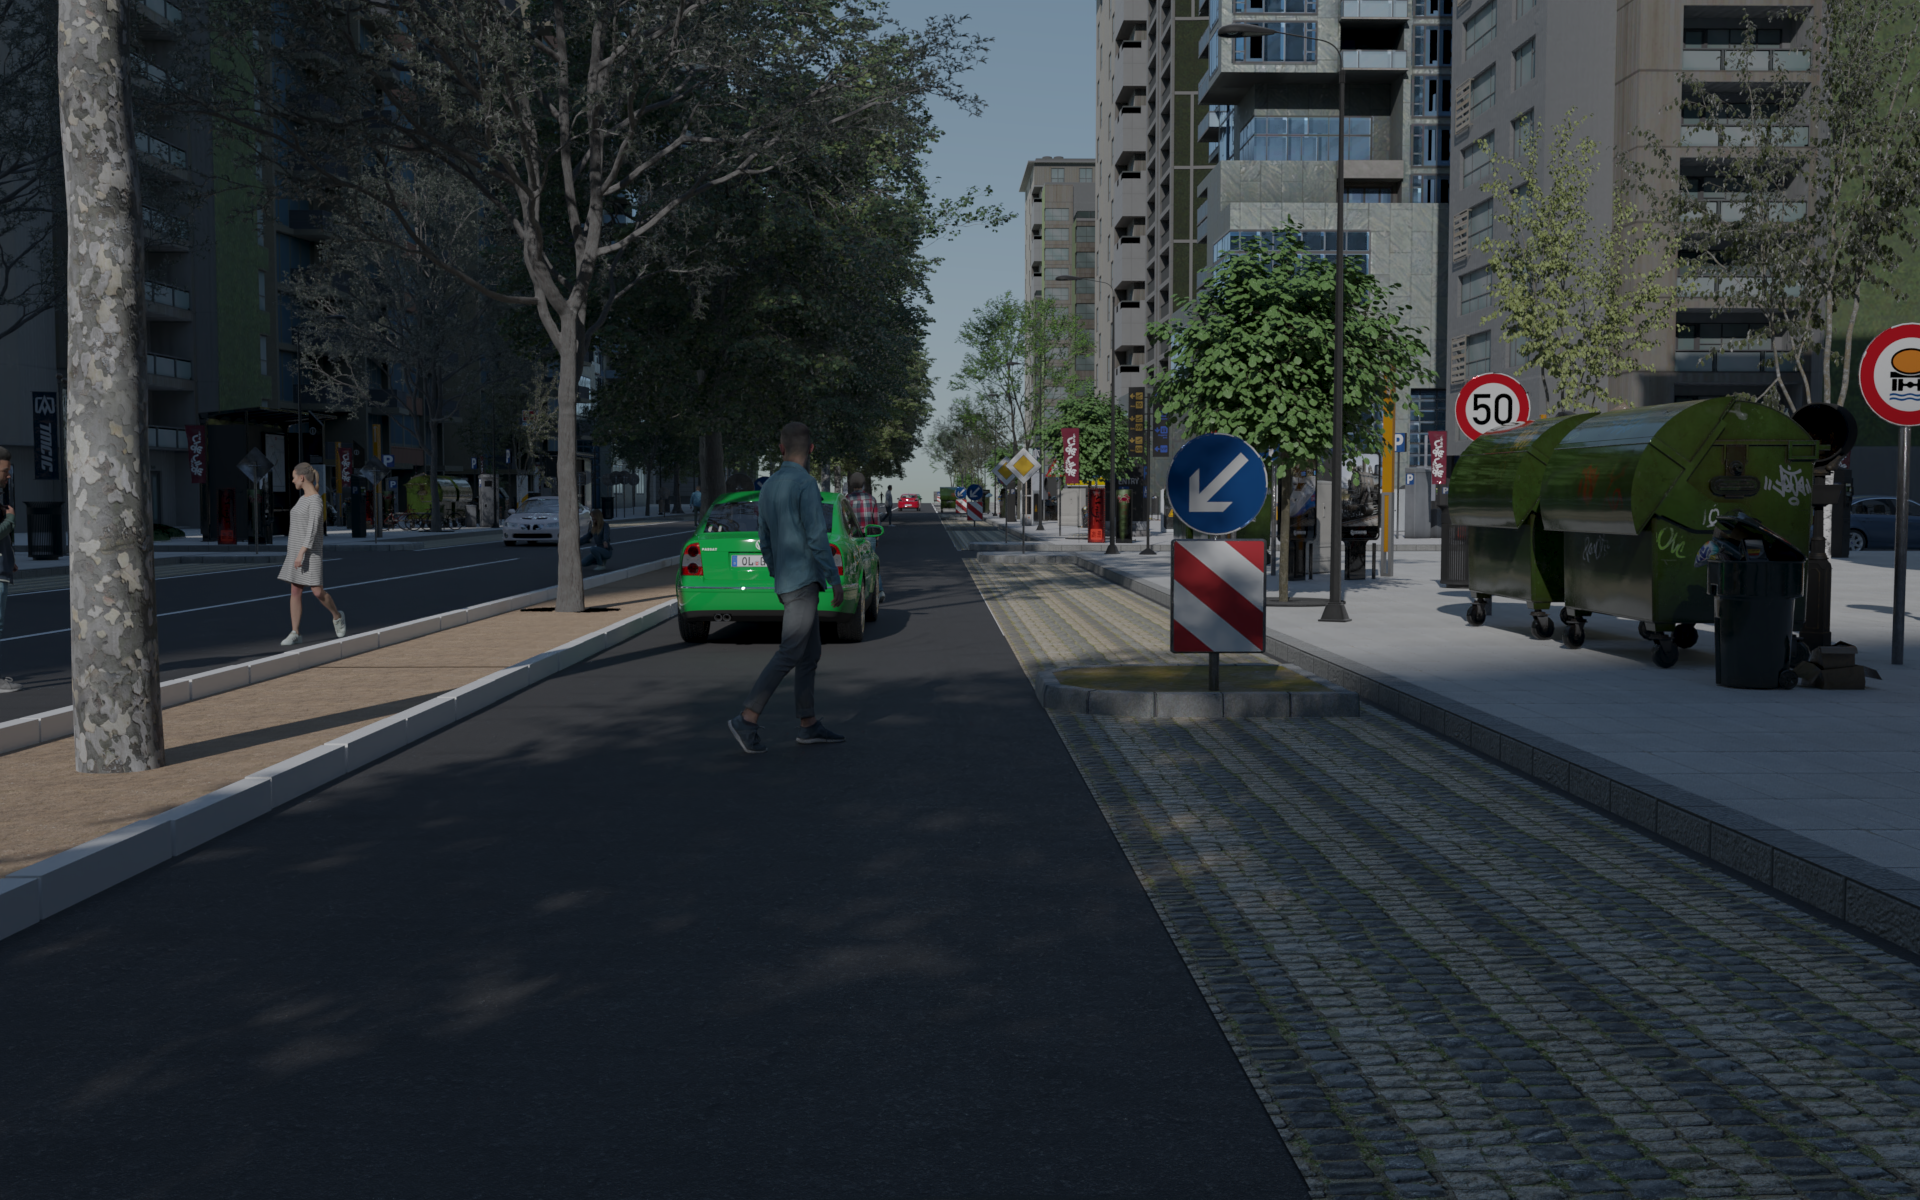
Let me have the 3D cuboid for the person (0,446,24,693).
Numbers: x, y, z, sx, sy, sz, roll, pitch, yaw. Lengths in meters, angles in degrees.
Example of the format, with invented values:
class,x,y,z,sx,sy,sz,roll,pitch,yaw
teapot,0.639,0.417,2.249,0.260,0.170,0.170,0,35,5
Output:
class,x,y,z,sx,sy,sz,roll,pitch,yaw
person,-7.001,-0.219,12.420,0.623,1.781,0.721,2,4,33

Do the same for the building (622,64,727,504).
class,x,y,z,sx,sy,sz,roll,pitch,yaw
building,-42.866,-41.924,227.448,21.231,58.520,28.212,0,4,-1

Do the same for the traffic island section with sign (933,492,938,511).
class,x,y,z,sx,sy,sz,roll,pitch,yaw
traffic island section with sign,-1.025,-8.284,144.069,1.989,1.847,2.006,0,4,-1

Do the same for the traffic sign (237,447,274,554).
class,x,y,z,sx,sy,sz,roll,pitch,yaw
traffic sign,-14.980,-2.031,36.852,0.795,2.450,0.064,0,4,-1

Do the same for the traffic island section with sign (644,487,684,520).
class,x,y,z,sx,sy,sz,roll,pitch,yaw
traffic island section with sign,-16.133,-5.251,94.474,1.989,1.847,2.006,0,4,-1

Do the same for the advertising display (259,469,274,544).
class,x,y,z,sx,sy,sz,roll,pitch,yaw
advertising display,-17.795,-2.399,44.430,0.123,1.923,0.974,-2,4,-35

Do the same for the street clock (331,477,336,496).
class,x,y,z,sx,sy,sz,roll,pitch,yaw
street clock,-26.668,-4.243,73.937,0.358,2.002,0.471,-1,4,-9

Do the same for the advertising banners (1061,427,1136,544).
class,x,y,z,sx,sy,sz,roll,pitch,yaw
advertising banners,3.600,-3.000,45.235,2.074,3.025,0.090,2,4,24

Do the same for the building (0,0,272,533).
class,x,y,z,sx,sy,sz,roll,pitch,yaw
building,-34.251,-23.081,60.975,14.154,41.232,14.086,0,4,-1

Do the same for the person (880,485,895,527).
class,x,y,z,sx,sy,sz,roll,pitch,yaw
person,-3.226,-4.159,76.344,0.795,1.843,0.661,0,4,3

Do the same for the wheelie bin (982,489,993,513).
class,x,y,z,sx,sy,sz,roll,pitch,yaw
wheelie bin,1.736,-6.672,116.993,0.980,1.594,0.693,0,4,6

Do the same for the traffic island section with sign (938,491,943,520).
class,x,y,z,sx,sy,sz,roll,pitch,yaw
traffic island section with sign,-0.065,-5.286,95.049,1.989,1.847,2.006,0,4,-1

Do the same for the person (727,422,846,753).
class,x,y,z,sx,sy,sz,roll,pitch,yaw
person,-0.994,-0.088,9.808,0.748,1.841,0.638,-1,4,-23

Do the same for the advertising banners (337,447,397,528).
class,x,y,z,sx,sy,sz,roll,pitch,yaw
advertising banners,-22.284,-4.216,65.125,2.074,3.025,0.090,-1,4,-15

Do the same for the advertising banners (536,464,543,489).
class,x,y,z,sx,sy,sz,roll,pitch,yaw
advertising banners,-24.265,-6.500,102.458,0.090,3.025,2.074,3,4,37

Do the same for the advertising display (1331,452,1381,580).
class,x,y,z,sx,sy,sz,roll,pitch,yaw
advertising display,5.906,-1.262,25.843,0.974,1.923,0.123,-3,4,-37

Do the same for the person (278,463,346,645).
class,x,y,z,sx,sy,sz,roll,pitch,yaw
person,-6.264,-0.454,16.676,0.466,1.731,0.760,1,4,17

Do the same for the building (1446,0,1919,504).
class,x,y,z,sx,sy,sz,roll,pitch,yaw
building,27.175,-23.281,64.232,14.086,41.232,14.154,0,4,-1

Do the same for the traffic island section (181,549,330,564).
class,x,y,z,sx,sy,sz,roll,pitch,yaw
traffic island section,-15.004,-0.895,36.913,2.009,0.180,2.903,0,4,-1

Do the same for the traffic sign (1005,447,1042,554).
class,x,y,z,sx,sy,sz,roll,pitch,yaw
traffic sign,1.361,-2.049,37.148,0.795,2.450,0.064,0,4,-1

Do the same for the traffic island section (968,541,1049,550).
class,x,y,z,sx,sy,sz,roll,pitch,yaw
traffic island section,1.229,-1.402,45.209,2.009,0.180,2.903,0,4,-1

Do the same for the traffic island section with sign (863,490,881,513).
class,x,y,z,sx,sy,sz,roll,pitch,yaw
traffic island section with sign,-6.433,-6.834,119.874,2.006,1.907,1.989,0,4,-1

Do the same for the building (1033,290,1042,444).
class,x,y,z,sx,sy,sz,roll,pitch,yaw
building,17.245,-28.961,245.210,14.160,30.474,14.107,0,4,-1

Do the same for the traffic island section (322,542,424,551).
class,x,y,z,sx,sy,sz,roll,pitch,yaw
traffic island section,-15.159,-1.383,44.896,2.009,0.180,2.903,0,4,-1

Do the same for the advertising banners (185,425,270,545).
class,x,y,z,sx,sy,sz,roll,pitch,yaw
advertising banners,-18.485,-2.905,43.678,2.074,3.025,0.090,0,4,1

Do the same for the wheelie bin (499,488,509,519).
class,x,y,z,sx,sy,sz,roll,pitch,yaw
wheelie bin,-23.325,-4.897,87.976,0.693,1.594,0.980,0,4,2

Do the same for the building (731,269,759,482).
class,x,y,z,sx,sy,sz,roll,pitch,yaw
building,-39.145,-35.876,270.161,14.154,41.232,14.086,0,4,-1

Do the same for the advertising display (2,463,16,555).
class,x,y,z,sx,sy,sz,roll,pitch,yaw
advertising display,-19.987,-1.908,36.411,0.123,1.923,0.974,-1,4,-22

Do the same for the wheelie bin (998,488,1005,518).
class,x,y,z,sx,sy,sz,roll,pitch,yaw
wheelie bin,2.521,-5.179,92.590,0.980,1.594,0.693,-2,4,-24

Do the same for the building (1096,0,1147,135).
class,x,y,z,sx,sy,sz,roll,pitch,yaw
building,26.865,-34.710,156.742,28.713,52.752,27.495,0,4,-1

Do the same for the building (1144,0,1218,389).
class,x,y,z,sx,sy,sz,roll,pitch,yaw
building,23.503,-42.437,132.102,20.563,71.187,20.611,0,4,-1

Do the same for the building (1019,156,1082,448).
class,x,y,z,sx,sy,sz,roll,pitch,yaw
building,24.046,-41.387,265.919,28.713,52.752,27.495,0,4,-1

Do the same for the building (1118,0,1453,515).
class,x,y,z,sx,sy,sz,roll,pitch,yaw
building,22.071,-48.068,98.582,22.319,86.520,31.000,0,4,-1

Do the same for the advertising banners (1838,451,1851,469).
class,x,y,z,sx,sy,sz,roll,pitch,yaw
advertising banners,24.235,-3.220,48.835,0.090,3.025,2.074,-2,4,-24

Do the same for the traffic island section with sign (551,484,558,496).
class,x,y,z,sx,sy,sz,roll,pitch,yaw
traffic island section with sign,-15.603,-3.587,67.275,1.989,1.847,2.006,0,4,-1

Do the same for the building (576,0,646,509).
class,x,y,z,sx,sy,sz,roll,pitch,yaw
building,-41.537,-51.963,162.265,22.319,86.520,31.000,0,4,-1

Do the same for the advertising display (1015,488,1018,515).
class,x,y,z,sx,sy,sz,roll,pitch,yaw
advertising display,3.676,-6.286,107.984,0.974,1.923,0.123,0,4,-2

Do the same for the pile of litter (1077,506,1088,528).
class,x,y,z,sx,sy,sz,roll,pitch,yaw
pile of litter,5.049,-3.172,65.834,1.176,0.858,1.719,0,4,4

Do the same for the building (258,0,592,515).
class,x,y,z,sx,sy,sz,roll,pitch,yaw
building,-41.123,-29.299,133.664,22.147,44.769,28.867,0,4,-1

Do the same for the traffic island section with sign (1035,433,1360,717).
class,x,y,z,sx,sy,sz,roll,pitch,yaw
traffic island section with sign,1.543,-0.205,11.984,1.989,1.847,2.006,0,4,-1

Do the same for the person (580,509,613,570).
class,x,y,z,sx,sy,sz,roll,pitch,yaw
person,-6.832,-1.137,32.587,0.738,1.151,1.012,-3,5,-45

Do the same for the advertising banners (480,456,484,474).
class,x,y,z,sx,sy,sz,roll,pitch,yaw
advertising banners,-21.852,-5.125,79.979,0.090,3.025,2.074,0,4,1

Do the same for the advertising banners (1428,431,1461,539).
class,x,y,z,sx,sy,sz,roll,pitch,yaw
advertising banners,13.931,-3.152,47.718,2.074,3.025,0.090,1,4,9

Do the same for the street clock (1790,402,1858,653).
class,x,y,z,sx,sy,sz,roll,pitch,yaw
street clock,6.826,-0.563,13.773,0.471,2.002,0.358,3,5,45

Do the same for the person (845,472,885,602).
class,x,y,z,sx,sy,sz,roll,pitch,yaw
person,-1.300,-0.828,22.872,0.563,1.720,0.643,-2,4,-30

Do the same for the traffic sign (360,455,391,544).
class,x,y,z,sx,sy,sz,roll,pitch,yaw
traffic sign,-15.136,-2.519,44.835,0.795,2.450,0.064,0,4,-1

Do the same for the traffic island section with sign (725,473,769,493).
class,x,y,z,sx,sy,sz,roll,pitch,yaw
traffic island section with sign,-4.963,-2.239,44.750,2.006,1.907,1.989,0,4,-1

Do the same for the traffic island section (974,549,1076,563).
class,x,y,z,sx,sy,sz,roll,pitch,yaw
traffic island section,1.385,-0.914,37.225,2.009,0.180,2.903,0,4,-1

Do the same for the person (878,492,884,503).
class,x,y,z,sx,sy,sz,roll,pitch,yaw
person,-12.264,-15.990,269.963,1.348,1.821,0.705,3,5,42

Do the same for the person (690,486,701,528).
class,x,y,z,sx,sy,sz,roll,pitch,yaw
person,-10.982,-3.892,72.474,0.601,1.785,0.444,1,4,13

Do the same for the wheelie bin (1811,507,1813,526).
class,x,y,z,sx,sy,sz,roll,pitch,yaw
wheelie bin,36.100,-3.963,72.697,0.693,1.594,0.980,3,5,43

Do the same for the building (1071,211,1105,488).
class,x,y,z,sx,sy,sz,roll,pitch,yaw
building,18.345,-24.889,178.630,14.160,30.474,14.107,0,4,-1

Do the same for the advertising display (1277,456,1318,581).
class,x,y,z,sx,sy,sz,roll,pitch,yaw
advertising display,4.988,-1.248,25.612,0.123,1.923,0.974,3,5,40

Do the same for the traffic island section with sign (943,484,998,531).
class,x,y,z,sx,sy,sz,roll,pitch,yaw
traffic island section with sign,0.454,-3.637,68.099,1.989,1.847,2.006,0,4,-1

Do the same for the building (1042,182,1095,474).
class,x,y,z,sx,sy,sz,roll,pitch,yaw
building,17.718,-33.383,229.410,14.154,41.232,14.086,0,4,-1

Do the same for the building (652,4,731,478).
class,x,y,z,sx,sy,sz,roll,pitch,yaw
building,-42.037,-49.737,251.448,20.563,71.187,20.611,0,4,-1
